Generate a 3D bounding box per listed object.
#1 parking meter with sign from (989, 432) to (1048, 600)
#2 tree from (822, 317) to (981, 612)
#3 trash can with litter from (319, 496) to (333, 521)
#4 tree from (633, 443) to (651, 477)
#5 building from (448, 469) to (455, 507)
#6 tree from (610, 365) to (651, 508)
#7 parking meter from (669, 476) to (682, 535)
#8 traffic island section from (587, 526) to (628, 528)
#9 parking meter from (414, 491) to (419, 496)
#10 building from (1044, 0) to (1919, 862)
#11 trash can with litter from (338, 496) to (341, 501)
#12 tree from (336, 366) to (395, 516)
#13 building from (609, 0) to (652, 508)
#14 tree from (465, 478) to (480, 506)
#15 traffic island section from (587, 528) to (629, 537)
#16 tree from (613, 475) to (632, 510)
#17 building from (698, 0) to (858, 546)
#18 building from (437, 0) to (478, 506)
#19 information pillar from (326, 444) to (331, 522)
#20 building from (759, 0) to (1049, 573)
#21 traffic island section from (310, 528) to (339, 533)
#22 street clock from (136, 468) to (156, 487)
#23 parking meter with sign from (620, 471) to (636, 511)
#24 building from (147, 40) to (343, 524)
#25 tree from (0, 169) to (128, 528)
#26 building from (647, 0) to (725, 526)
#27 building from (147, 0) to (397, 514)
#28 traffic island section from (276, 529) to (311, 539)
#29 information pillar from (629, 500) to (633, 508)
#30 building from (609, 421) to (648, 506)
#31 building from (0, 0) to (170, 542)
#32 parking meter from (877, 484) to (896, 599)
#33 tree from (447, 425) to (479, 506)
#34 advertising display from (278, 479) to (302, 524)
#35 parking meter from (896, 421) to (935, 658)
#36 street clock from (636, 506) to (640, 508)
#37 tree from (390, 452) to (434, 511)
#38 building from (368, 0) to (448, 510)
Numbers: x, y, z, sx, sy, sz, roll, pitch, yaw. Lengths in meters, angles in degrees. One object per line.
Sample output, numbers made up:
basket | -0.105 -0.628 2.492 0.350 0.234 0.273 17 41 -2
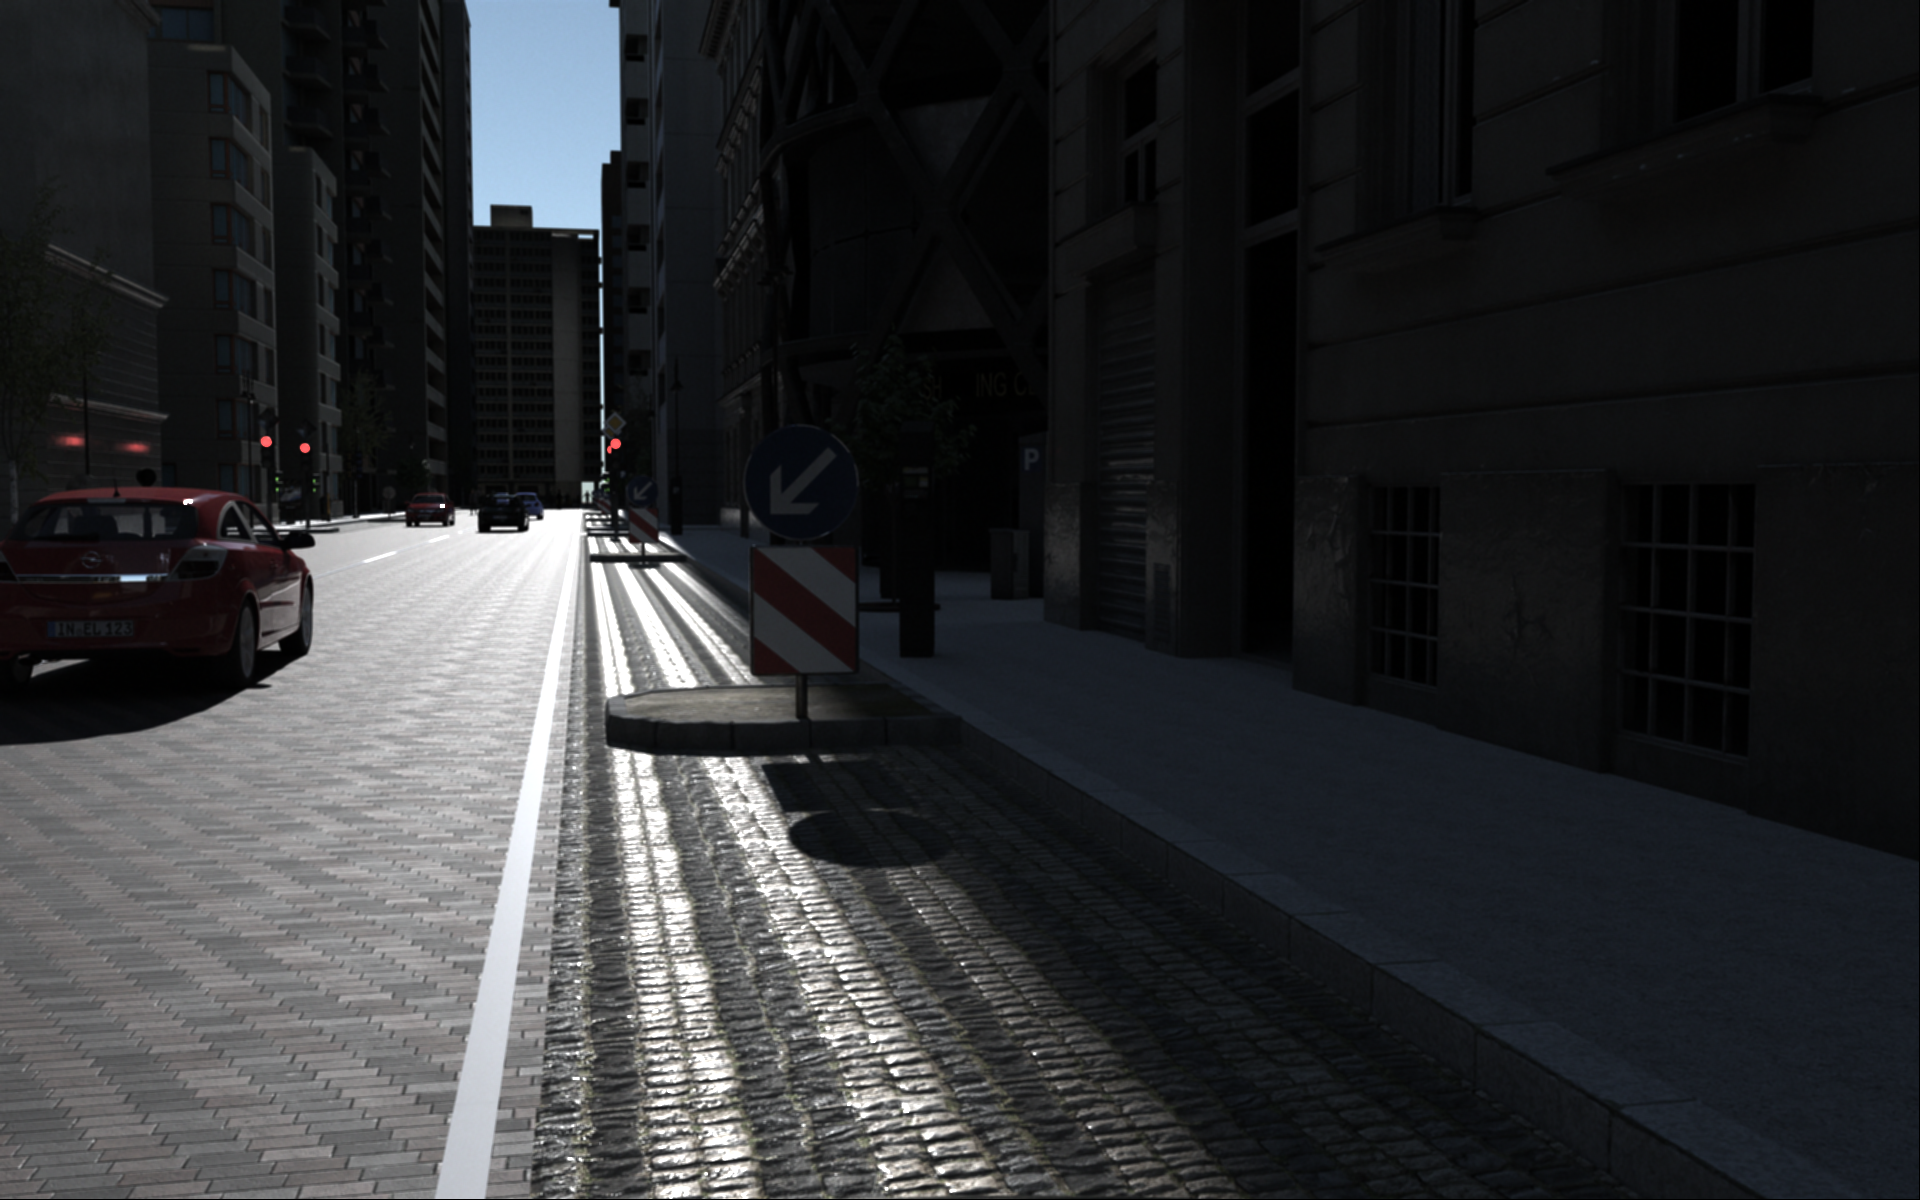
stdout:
parking meter with sign | 1.065 -1.550 21.596 0.543 3.016 1.738 3 5 39
tree | -0.830 -1.498 19.100 1.663 3.219 1.824 0 3 0
trash can with litter | -30.852 -4.461 84.320 0.624 1.170 1.055 -1 4 -19
tree | -16.239 -6.819 95.197 4.285 4.588 4.351 0 3 0
building | -59.624 -44.432 164.720 20.563 71.187 20.611 -1 4 -12
tree | -17.866 -9.133 99.689 4.360 8.622 3.978 0 3 0
parking meter | -8.914 -2.972 54.310 0.399 1.863 0.255 -1 4 -10
traffic island section | -13.354 -2.717 66.706 2.009 0.180 2.903 -1 4 -12
parking meter | -43.113 -7.890 137.405 0.372 1.533 0.369 0 3 0
building | 10.962 -10.471 4.492 16.112 22.955 30.059 -1 4 -12
trash can with litter | -34.886 -5.183 96.128 1.055 1.170 0.624 -2 4 -26
tree | -34.607 -9.100 99.153 4.737 8.622 4.395 0 3 0
building | -17.967 -35.117 163.399 28.713 52.752 27.495 -1 4 -12
tree | -53.542 -11.908 189.295 1.663 3.219 1.824 0 3 0
traffic island section | -11.657 -2.240 58.902 2.009 0.180 2.903 -1 4 -12
tree | -28.447 -9.274 146.237 1.663 3.219 1.824 0 3 0
building | -1.678 -11.395 50.937 10.561 19.102 19.286 -1 4 -12
building | -70.246 -40.092 197.495 28.212 58.520 21.231 -1 4 -12
information pillar | -29.220 -5.427 80.078 0.183 3.616 0.504 -1 4 -21
building | 4.526 -10.128 33.047 16.820 18.784 16.811 -1 4 -12
traffic island section | -24.243 -2.573 64.352 2.009 0.180 2.903 -1 4 -12
street clock | -22.867 -2.700 48.714 0.358 2.002 0.471 3 5 42
parking meter with sign | -24.959 -8.243 131.031 0.543 3.016 1.738 2 4 25
building | -44.550 -14.256 78.127 27.650 21.520 28.899 -1 4 -12
tree | -21.261 -5.436 39.233 4.737 8.622 4.395 0 3 0
building | 0.659 -32.729 77.112 28.212 58.520 21.231 -1 4 -12
building | -49.802 -28.093 113.951 22.147 44.769 28.867 -1 4 -12
traffic island section | -22.546 -2.096 56.548 2.009 0.180 2.903 -1 4 -12
information pillar | -23.225 -7.203 122.268 0.304 2.012 0.304 0 4 -6
building | -31.529 -46.928 205.516 20.563 71.187 20.611 -1 4 -12
building | -40.411 -13.819 45.018 34.723 24.649 14.460 -1 4 -12
parking meter | -0.800 -0.952 21.284 0.399 1.863 0.255 1 4 15
tree | -53.093 -14.316 184.425 4.737 8.622 4.395 0 3 0
advertising display | -28.797 -4.236 74.466 0.974 1.923 0.123 -1 4 -22
parking meter | -0.339 -0.487 13.679 0.255 1.863 0.399 0 4 3
street clock | -19.552 -6.150 105.125 0.471 2.002 0.358 -3 5 -41
tree | -42.667 -9.242 134.818 4.285 4.588 4.351 0 3 0
building | -55.086 -31.874 144.838 21.300 48.544 21.600 -1 4 -12
